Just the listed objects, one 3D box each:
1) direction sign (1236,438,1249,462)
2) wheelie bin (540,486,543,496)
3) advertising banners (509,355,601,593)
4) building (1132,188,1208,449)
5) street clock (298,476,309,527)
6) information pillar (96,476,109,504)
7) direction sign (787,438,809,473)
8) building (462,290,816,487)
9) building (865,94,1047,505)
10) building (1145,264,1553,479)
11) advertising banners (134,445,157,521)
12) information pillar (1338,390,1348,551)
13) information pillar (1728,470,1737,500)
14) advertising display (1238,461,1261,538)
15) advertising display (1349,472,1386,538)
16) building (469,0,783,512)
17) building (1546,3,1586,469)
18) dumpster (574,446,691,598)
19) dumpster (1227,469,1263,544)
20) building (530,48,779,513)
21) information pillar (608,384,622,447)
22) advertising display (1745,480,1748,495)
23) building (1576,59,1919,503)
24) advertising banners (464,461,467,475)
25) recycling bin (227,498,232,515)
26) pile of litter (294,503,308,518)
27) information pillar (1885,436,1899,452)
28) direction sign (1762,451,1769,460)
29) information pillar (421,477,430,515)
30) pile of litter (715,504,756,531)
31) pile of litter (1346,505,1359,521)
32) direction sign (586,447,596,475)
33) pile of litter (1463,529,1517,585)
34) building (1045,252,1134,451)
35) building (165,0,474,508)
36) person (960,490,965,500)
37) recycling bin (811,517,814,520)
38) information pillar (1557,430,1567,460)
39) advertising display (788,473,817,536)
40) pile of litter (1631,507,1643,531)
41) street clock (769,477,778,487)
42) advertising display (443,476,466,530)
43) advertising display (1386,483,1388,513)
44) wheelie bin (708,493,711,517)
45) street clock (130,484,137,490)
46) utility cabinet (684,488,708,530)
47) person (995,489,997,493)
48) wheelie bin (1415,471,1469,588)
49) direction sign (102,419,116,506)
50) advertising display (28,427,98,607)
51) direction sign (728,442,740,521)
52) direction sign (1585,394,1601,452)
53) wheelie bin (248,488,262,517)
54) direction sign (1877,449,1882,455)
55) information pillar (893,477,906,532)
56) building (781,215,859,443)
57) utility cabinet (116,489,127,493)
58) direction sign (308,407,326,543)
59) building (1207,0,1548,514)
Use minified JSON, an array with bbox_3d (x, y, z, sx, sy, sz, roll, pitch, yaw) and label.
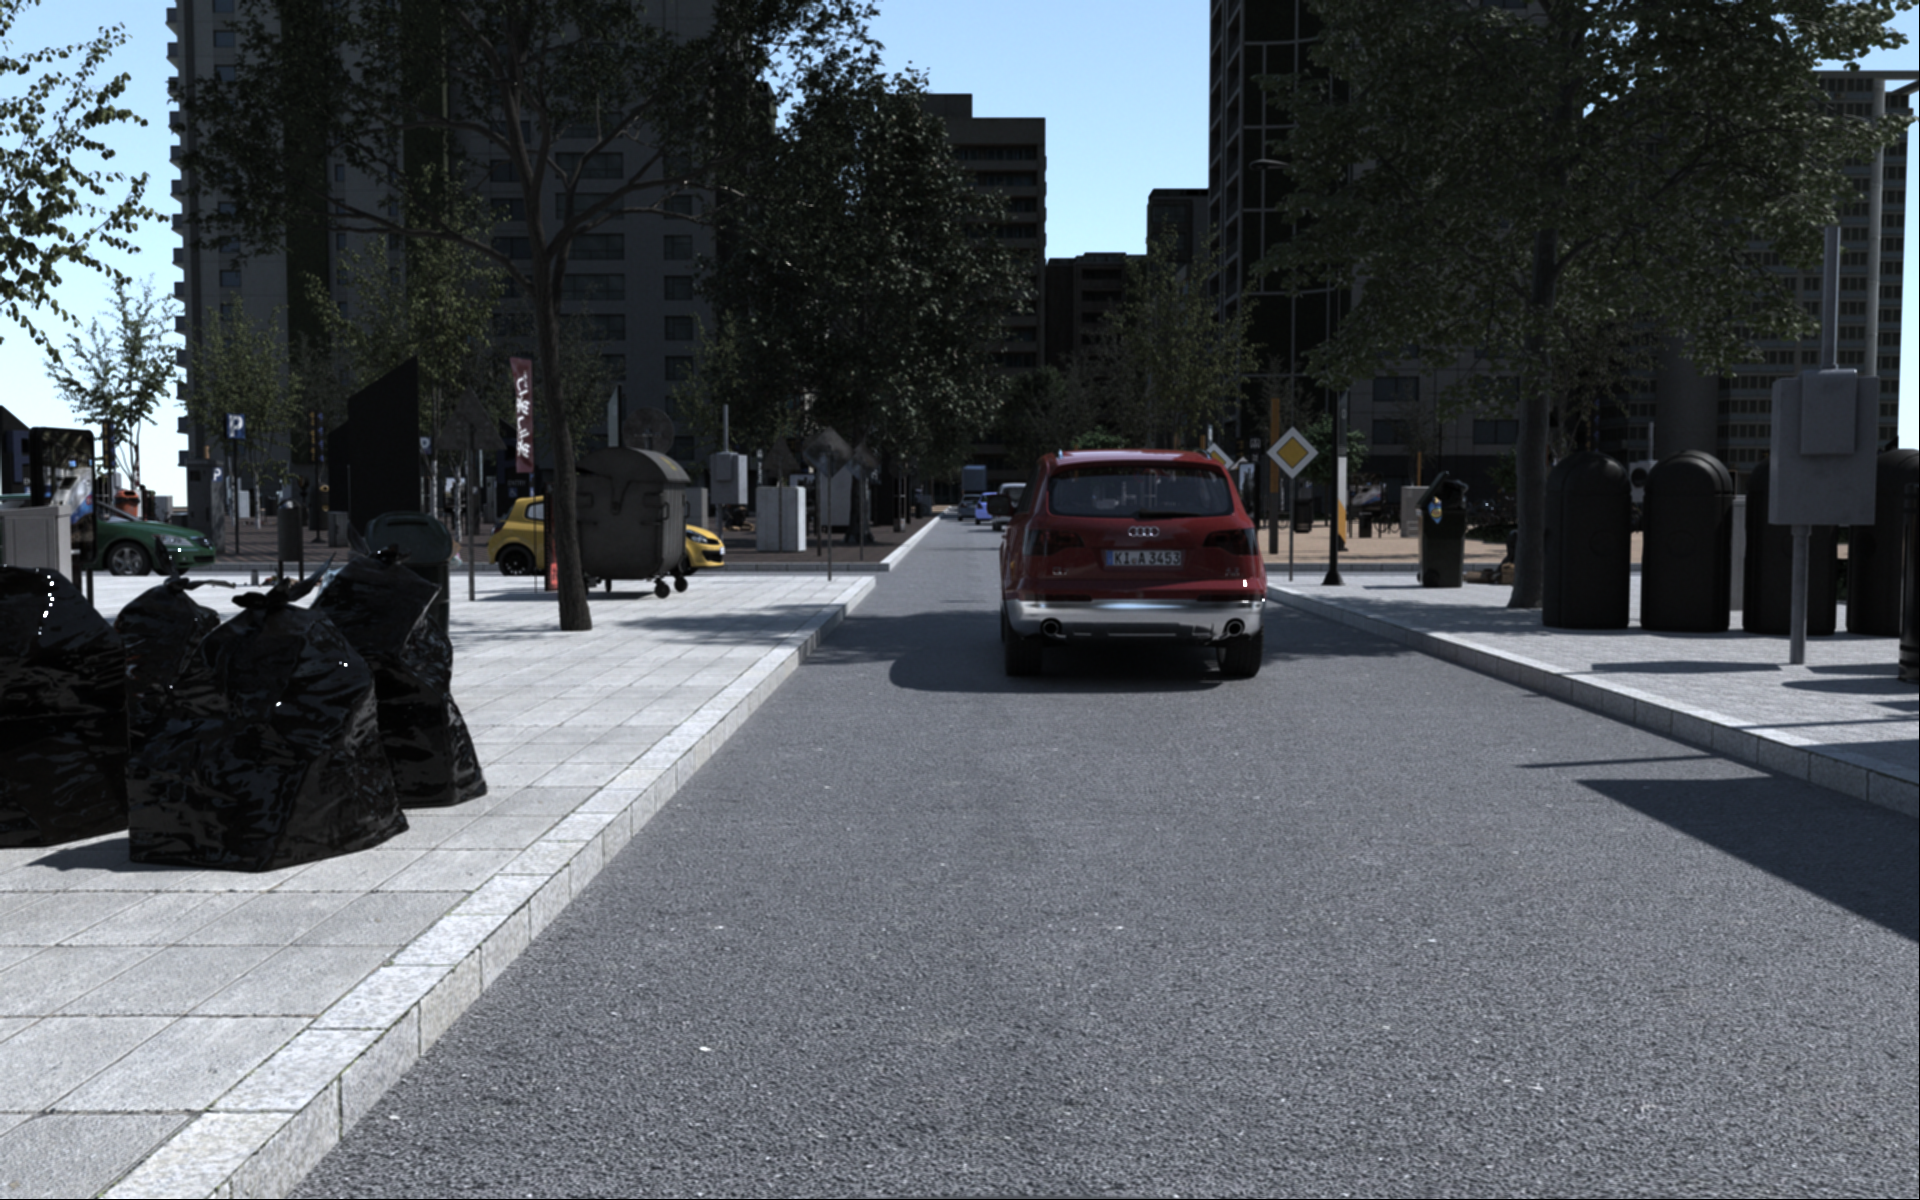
[{"bbox_3d":[11.480,-4.736,69.431,0.876,3.537,0.379,1,4,18],"label":"direction sign"},{"bbox_3d":[-16.082,-3.676,68.012,0.980,1.594,0.693,-2,4,-26],"label":"wheelie bin"},{"bbox_3d":[-5.341,-1.633,22.891,0.090,3.025,2.074,1,4,20],"label":"advertising banners"},{"bbox_3d":[24.640,-24.120,166.057,14.160,30.474,14.107,0,4,0],"label":"building"},{"bbox_3d":[-25.870,-3.898,68.306,0.471,2.002,0.358,3,5,41],"label":"street clock"},{"bbox_3d":[-35.183,-4.077,71.147,0.304,2.012,0.304,1,4,18],"label":"information pillar"},{"bbox_3d":[-6.517,-4.753,69.708,0.876,3.537,0.379,0,4,-1],"label":"direction sign"},{"bbox_3d":[-27.652,-19.295,160.506,28.899,21.520,27.650,0,4,0],"label":"building"},{"bbox_3d":[-0.533,-36.066,213.374,21.600,48.544,21.300,0,4,0],"label":"building"},{"bbox_3d":[30.798,-18.316,144.503,27.650,21.520,28.899,0,4,0],"label":"building"},{"bbox_3d":[-29.666,-4.088,63.020,0.090,3.025,2.074,0,4,-7],"label":"advertising banners"},{"bbox_3d":[8.484,-2.895,38.694,0.183,3.616,0.504,3,5,45],"label":"information pillar"},{"bbox_3d":[23.792,-3.002,53.579,0.304,2.012,0.304,0,4,0],"label":"information pillar"},{"bbox_3d":[5.755,-1.792,34.514,0.123,1.923,0.974,-1,4,-11],"label":"advertising display"},{"bbox_3d":[11.932,-2.796,50.930,0.974,1.923,0.123,2,4,23],"label":"advertising display"},{"bbox_3d":[-24.371,-42.440,132.138,20.563,71.187,20.611,0,4,0],"label":"building"},{"bbox_3d":[46.014,-32.923,161.996,21.600,48.544,21.300,0,4,0],"label":"building"},{"bbox_3d":[-4.166,-0.989,21.922,1.264,1.857,1.865,0,4,0],"label":"dumpster"},{"bbox_3d":[6.429,-2.155,40.988,1.264,1.857,1.865,0,4,0],"label":"dumpster"},{"bbox_3d":[-19.921,-21.061,116.043,14.160,30.474,14.107,0,4,0],"label":"building"},{"bbox_3d":[-7.372,-2.797,37.089,0.183,3.616,0.504,-3,4,-38],"label":"information pillar"},{"bbox_3d":[36.807,-4.574,79.996,0.974,1.923,0.123,2,4,30],"label":"advertising display"},{"bbox_3d":[68.799,-28.477,157.480,23.993,40.220,32.217,0,4,0],"label":"building"},{"bbox_3d":[-25.705,-5.815,91.265,0.090,3.025,2.074,-3,4,-36],"label":"advertising banners"},{"bbox_3d":[-44.449,-5.730,106.236,0.722,1.027,0.722,1,4,17],"label":"recycling bin"},{"bbox_3d":[-33.610,-4.510,87.703,1.719,0.858,1.176,0,4,-2],"label":"pile of litter"},{"bbox_3d":[37.178,-4.758,69.153,0.504,3.616,0.183,2,4,27],"label":"information pillar"},{"bbox_3d":[42.203,-6.007,90.207,0.876,3.537,0.379,1,4,19],"label":"direction sign"},{"bbox_3d":[-22.945,-4.278,74.432,0.304,2.012,0.304,-2,4,-30],"label":"information pillar"},{"bbox_3d":[-7.676,-2.842,60.428,1.719,0.858,1.176,1,4,17],"label":"pile of litter"},{"bbox_3d":[19.014,-4.309,84.425,1.176,0.858,1.719,1,4,13],"label":"pile of litter"},{"bbox_3d":[-17.759,-5.585,83.307,0.379,3.537,0.876,-3,5,-41],"label":"direction sign"},{"bbox_3d":[7.846,-0.666,24.856,1.176,0.858,1.719,0,4,6],"label":"pile of litter"},{"bbox_3d":[17.323,-26.802,209.911,14.107,30.474,14.160,0,4,0],"label":"building"},{"bbox_3d":[-57.240,-37.947,162.435,28.212,58.520,21.231,0,4,0],"label":"building"},{"bbox_3d":[0.170,-7.703,134.993,0.434,1.755,0.990,1,4,16],"label":"person"},{"bbox_3d":[-6.914,-4.454,85.377,0.722,1.027,0.722,2,4,34],"label":"recycling bin"},{"bbox_3d":[21.944,-4.399,63.272,0.504,3.616,0.183,-2,4,-34],"label":"information pillar"},{"bbox_3d":[-4.781,-2.907,52.739,0.974,1.923,0.123,2,4,24],"label":"advertising display"},{"bbox_3d":[23.075,-2.801,59.767,1.719,0.858,1.176,0,4,6],"label":"pile of litter"},{"bbox_3d":[-6.878,-3.622,63.783,0.358,2.002,0.471,-1,4,-20],"label":"street clock"},{"bbox_3d":[-18.131,-3.495,62.361,0.974,1.923,0.123,-3,5,-43],"label":"advertising display"},{"bbox_3d":[24.168,-5.745,99.152,0.123,1.923,0.974,-1,4,-19],"label":"advertising display"},{"bbox_3d":[-14.418,-5.464,97.241,0.980,1.594,0.693,-3,4,-38],"label":"wheelie bin"},{"bbox_3d":[-49.004,-6.005,102.750,0.358,2.002,0.471,-3,5,-42],"label":"street clock"},{"bbox_3d":[-9.342,-3.189,60.822,1.173,1.500,0.318,3,5,41],"label":"utility cabinet"},{"bbox_3d":[2.395,-6.896,121.697,0.683,1.767,0.568,-2,4,-28],"label":"person"},{"bbox_3d":[6.681,-0.984,23.990,0.693,1.594,0.980,1,4,8],"label":"wheelie bin"},{"bbox_3d":[-26.051,-3.734,53.056,0.379,3.537,0.876,0,4,-5],"label":"direction sign"},{"bbox_3d":[-8.793,-0.722,17.018,0.123,1.923,0.974,0,4,2],"label":"advertising display"},{"bbox_3d":[-9.886,-5.128,75.846,0.379,3.537,0.876,-3,5,-40],"label":"direction sign"},{"bbox_3d":[14.440,-2.910,39.582,0.379,3.537,0.876,0,4,1],"label":"direction sign"},{"bbox_3d":[-39.636,-5.466,97.277,0.693,1.594,0.980,2,4,24],"label":"wheelie bin"},{"bbox_3d":[45.998,-5.806,86.932,0.379,3.537,0.876,0,4,3],"label":"direction sign"},{"bbox_3d":[-2.039,-3.291,58.306,0.304,2.012,0.304,-3,5,-41],"label":"information pillar"},{"bbox_3d":[-23.318,-32.233,218.894,23.993,40.220,32.217,0,4,0],"label":"building"},{"bbox_3d":[-34.028,-3.770,70.311,0.318,1.500,1.173,-1,4,-20],"label":"utility cabinet"},{"bbox_3d":[-16.992,-3.288,45.759,0.379,3.537,0.876,0,4,3],"label":"direction sign"},{"bbox_3d":[26.457,-41.567,117.880,20.563,71.187,20.611,0,4,0],"label":"building"}]
